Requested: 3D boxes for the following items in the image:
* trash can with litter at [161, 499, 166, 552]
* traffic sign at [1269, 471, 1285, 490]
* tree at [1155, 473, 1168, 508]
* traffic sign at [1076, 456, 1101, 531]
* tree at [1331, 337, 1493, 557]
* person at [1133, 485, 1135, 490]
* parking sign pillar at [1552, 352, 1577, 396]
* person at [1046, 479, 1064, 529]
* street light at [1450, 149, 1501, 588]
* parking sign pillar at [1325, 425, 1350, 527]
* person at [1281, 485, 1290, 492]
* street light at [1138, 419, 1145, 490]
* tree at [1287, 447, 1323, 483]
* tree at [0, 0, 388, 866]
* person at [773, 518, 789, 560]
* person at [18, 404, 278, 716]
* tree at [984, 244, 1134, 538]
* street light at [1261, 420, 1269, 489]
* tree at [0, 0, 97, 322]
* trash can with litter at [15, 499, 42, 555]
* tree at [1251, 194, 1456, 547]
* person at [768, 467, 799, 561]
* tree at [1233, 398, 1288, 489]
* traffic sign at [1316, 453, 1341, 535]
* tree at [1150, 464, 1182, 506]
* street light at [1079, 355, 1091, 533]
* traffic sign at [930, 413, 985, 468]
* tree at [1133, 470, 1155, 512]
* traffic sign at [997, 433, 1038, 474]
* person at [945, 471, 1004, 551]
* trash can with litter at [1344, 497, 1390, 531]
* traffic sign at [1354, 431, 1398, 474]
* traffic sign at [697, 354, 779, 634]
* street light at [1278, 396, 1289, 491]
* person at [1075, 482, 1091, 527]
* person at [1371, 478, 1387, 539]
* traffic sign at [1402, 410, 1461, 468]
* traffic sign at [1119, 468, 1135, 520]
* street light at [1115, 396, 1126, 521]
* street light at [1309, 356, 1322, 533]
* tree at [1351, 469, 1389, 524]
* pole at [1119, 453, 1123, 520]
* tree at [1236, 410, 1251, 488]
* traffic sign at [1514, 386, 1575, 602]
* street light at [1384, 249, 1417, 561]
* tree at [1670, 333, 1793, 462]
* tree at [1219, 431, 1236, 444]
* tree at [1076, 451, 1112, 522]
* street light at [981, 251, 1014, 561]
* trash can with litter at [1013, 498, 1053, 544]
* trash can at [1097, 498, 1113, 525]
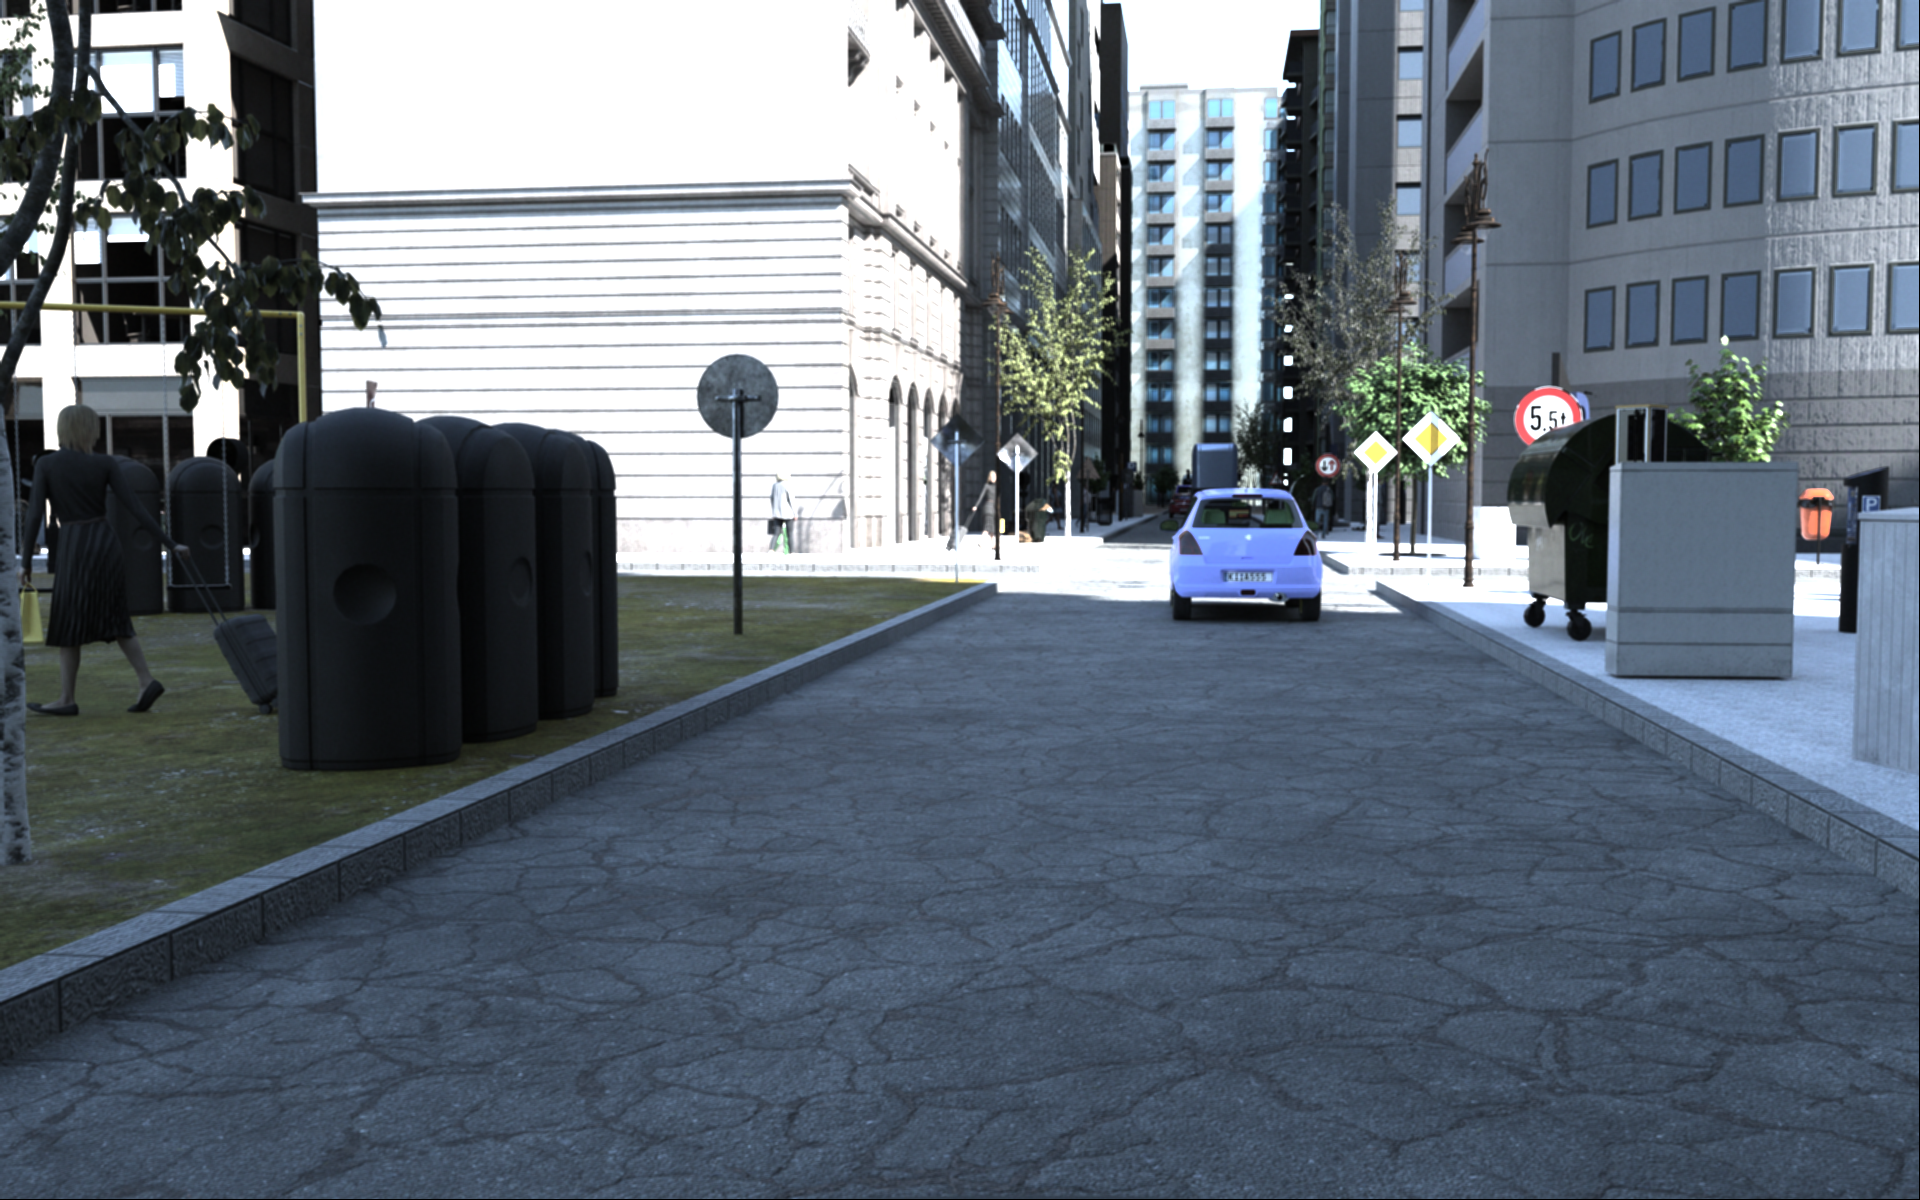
[{"bbox_3d":[-17.820,-1.647,38.318,0.624,1.170,1.055,-3,4,-37],"label":"trash can with litter"},{"bbox_3d":[17.834,-5.965,97.529,0.884,2.594,0.081,1,4,9],"label":"traffic sign"},{"bbox_3d":[19.098,-10.288,162.816,1.663,3.219,1.824,0,3,0],"label":"tree"},{"bbox_3d":[4.386,-3.635,59.433,0.884,2.594,0.081,1,4,17],"label":"traffic sign"},{"bbox_3d":[9.470,-3.222,36.387,4.285,4.588,4.351,0,3,0],"label":"tree"},{"bbox_3d":[10.070,-5.713,99.794,0.599,1.781,0.374,-1,4,-23],"label":"person"},{"bbox_3d":[11.791,-2.755,33.513,1.447,3.967,1.447,2,4,33],"label":"parking sign pillar"},{"bbox_3d":[3.396,-3.431,62.240,0.778,1.811,0.616,0,4,-8],"label":"person"},{"bbox_3d":[6.997,-3.111,23.657,0.468,5.910,1.993,0,4,8],"label":"street light"},{"bbox_3d":[14.611,-4.864,68.000,1.447,3.967,1.447,1,4,18],"label":"parking sign pillar"},{"bbox_3d":[17.625,-5.340,93.708,0.532,1.782,0.716,-3,4,-36],"label":"person"},{"bbox_3d":[11.118,-8.166,106.309,0.468,5.910,1.993,0,4,8],"label":"street light"},{"bbox_3d":[14.126,-4.671,70.969,1.663,3.219,1.824,0,3,0],"label":"tree"},{"bbox_3d":[-3.350,-3.375,5.552,4.360,8.622,3.978,0,3,0],"label":"tree"},{"bbox_3d":[-3.490,-1.438,33.810,0.306,1.304,0.590,-3,5,-43],"label":"person"},{"bbox_3d":[-4.705,-0.234,10.082,1.509,1.804,0.699,0,3,0],"label":"person"},{"bbox_3d":[2.901,-6.111,50.274,4.737,8.622,4.395,0,3,0],"label":"tree"},{"bbox_3d":[18.627,-8.147,105.987,0.468,5.910,1.993,0,4,8],"label":"street light"},{"bbox_3d":[-11.879,-4.177,18.664,4.737,8.622,4.395,0,3,0],"label":"tree"},{"bbox_3d":[-19.693,-1.541,36.576,1.055,1.170,0.624,3,5,42],"label":"trash can with litter"},{"bbox_3d":[9.757,-5.615,42.169,4.360,8.622,3.978,0,3,0],"label":"tree"},{"bbox_3d":[-3.434,-1.635,32.964,0.709,1.800,0.728,3,4,36],"label":"person"},{"bbox_3d":[22.571,-11.098,131.816,4.737,8.622,4.395,0,3,0],"label":"tree"},{"bbox_3d":[11.526,-3.313,54.265,0.768,2.556,0.104,1,4,17],"label":"traffic sign"},{"bbox_3d":[21.761,-12.135,182.113,4.285,4.588,4.351,0,3,0],"label":"tree"},{"bbox_3d":[4.069,-5.186,57.578,0.468,5.910,1.993,0,4,8],"label":"street light"},{"bbox_3d":[-0.058,-1.400,25.080,0.795,2.593,0.064,0,4,8],"label":"traffic sign"},{"bbox_3d":[12.796,-7.978,125.040,1.663,3.219,1.824,0,3,0],"label":"tree"},{"bbox_3d":[1.071,-1.883,32.985,0.795,2.593,0.064,0,4,8],"label":"traffic sign"},{"bbox_3d":[0.356,-2.006,39.062,1.509,1.804,0.699,-2,4,-26],"label":"person"},{"bbox_3d":[14.348,-3.048,60.890,1.678,1.210,2.233,0,4,5],"label":"trash can with litter"},{"bbox_3d":[7.695,-1.825,32.022,0.795,2.593,0.064,0,4,8],"label":"traffic sign"},{"bbox_3d":[-2.031,-0.959,15.781,0.768,2.556,0.104,1,4,9],"label":"traffic sign"},{"bbox_3d":[15.248,-6.657,81.627,0.468,5.910,1.993,0,4,8],"label":"street light"},{"bbox_3d":[4.732,-3.692,67.081,0.598,1.740,0.731,1,4,15],"label":"person"},{"bbox_3d":[12.096,-2.688,50.093,0.391,1.810,0.635,2,4,35],"label":"person"},{"bbox_3d":[6.566,-1.341,24.117,0.795,2.593,0.064,0,4,8],"label":"traffic sign"},{"bbox_3d":[8.121,-5.159,84.455,0.768,2.556,0.104,1,4,17],"label":"traffic sign"},{"bbox_3d":[7.591,-6.675,81.918,0.468,5.910,1.993,0,4,8],"label":"street light"},{"bbox_3d":[11.760,-5.168,57.283,0.468,5.910,1.993,0,4,8],"label":"street light"},{"bbox_3d":[17.993,-4.923,75.084,1.663,3.219,1.824,0,3,0],"label":"tree"},{"bbox_3d":[8.055,-5.677,86.655,0.158,3.312,0.155,0,3,0],"label":"pole"},{"bbox_3d":[24.515,-11.591,139.883,4.360,8.622,3.978,0,3,0],"label":"tree"},{"bbox_3d":[6.972,-1.253,20.595,0.768,2.556,0.104,1,4,14],"label":"traffic sign"},{"bbox_3d":[8.341,-3.678,32.929,0.468,5.910,1.993,0,4,8],"label":"street light"},{"bbox_3d":[9.161,-1.618,21.052,1.663,3.219,1.824,0,3,0],"label":"tree"},{"bbox_3d":[25.942,-12.652,157.221,4.360,8.622,3.978,0,3,0],"label":"tree"},{"bbox_3d":[6.075,-5.139,78.621,1.663,3.219,1.824,0,3,0],"label":"tree"},{"bbox_3d":[0.725,-3.696,33.214,0.468,5.910,1.993,0,4,8],"label":"street light"},{"bbox_3d":[1.889,-2.064,45.128,0.624,1.170,1.055,3,5,39],"label":"trash can with litter"},{"bbox_3d":[5.950,-3.637,71.124,0.748,1.137,0.748,0,3,0],"label":"trash can"}]
